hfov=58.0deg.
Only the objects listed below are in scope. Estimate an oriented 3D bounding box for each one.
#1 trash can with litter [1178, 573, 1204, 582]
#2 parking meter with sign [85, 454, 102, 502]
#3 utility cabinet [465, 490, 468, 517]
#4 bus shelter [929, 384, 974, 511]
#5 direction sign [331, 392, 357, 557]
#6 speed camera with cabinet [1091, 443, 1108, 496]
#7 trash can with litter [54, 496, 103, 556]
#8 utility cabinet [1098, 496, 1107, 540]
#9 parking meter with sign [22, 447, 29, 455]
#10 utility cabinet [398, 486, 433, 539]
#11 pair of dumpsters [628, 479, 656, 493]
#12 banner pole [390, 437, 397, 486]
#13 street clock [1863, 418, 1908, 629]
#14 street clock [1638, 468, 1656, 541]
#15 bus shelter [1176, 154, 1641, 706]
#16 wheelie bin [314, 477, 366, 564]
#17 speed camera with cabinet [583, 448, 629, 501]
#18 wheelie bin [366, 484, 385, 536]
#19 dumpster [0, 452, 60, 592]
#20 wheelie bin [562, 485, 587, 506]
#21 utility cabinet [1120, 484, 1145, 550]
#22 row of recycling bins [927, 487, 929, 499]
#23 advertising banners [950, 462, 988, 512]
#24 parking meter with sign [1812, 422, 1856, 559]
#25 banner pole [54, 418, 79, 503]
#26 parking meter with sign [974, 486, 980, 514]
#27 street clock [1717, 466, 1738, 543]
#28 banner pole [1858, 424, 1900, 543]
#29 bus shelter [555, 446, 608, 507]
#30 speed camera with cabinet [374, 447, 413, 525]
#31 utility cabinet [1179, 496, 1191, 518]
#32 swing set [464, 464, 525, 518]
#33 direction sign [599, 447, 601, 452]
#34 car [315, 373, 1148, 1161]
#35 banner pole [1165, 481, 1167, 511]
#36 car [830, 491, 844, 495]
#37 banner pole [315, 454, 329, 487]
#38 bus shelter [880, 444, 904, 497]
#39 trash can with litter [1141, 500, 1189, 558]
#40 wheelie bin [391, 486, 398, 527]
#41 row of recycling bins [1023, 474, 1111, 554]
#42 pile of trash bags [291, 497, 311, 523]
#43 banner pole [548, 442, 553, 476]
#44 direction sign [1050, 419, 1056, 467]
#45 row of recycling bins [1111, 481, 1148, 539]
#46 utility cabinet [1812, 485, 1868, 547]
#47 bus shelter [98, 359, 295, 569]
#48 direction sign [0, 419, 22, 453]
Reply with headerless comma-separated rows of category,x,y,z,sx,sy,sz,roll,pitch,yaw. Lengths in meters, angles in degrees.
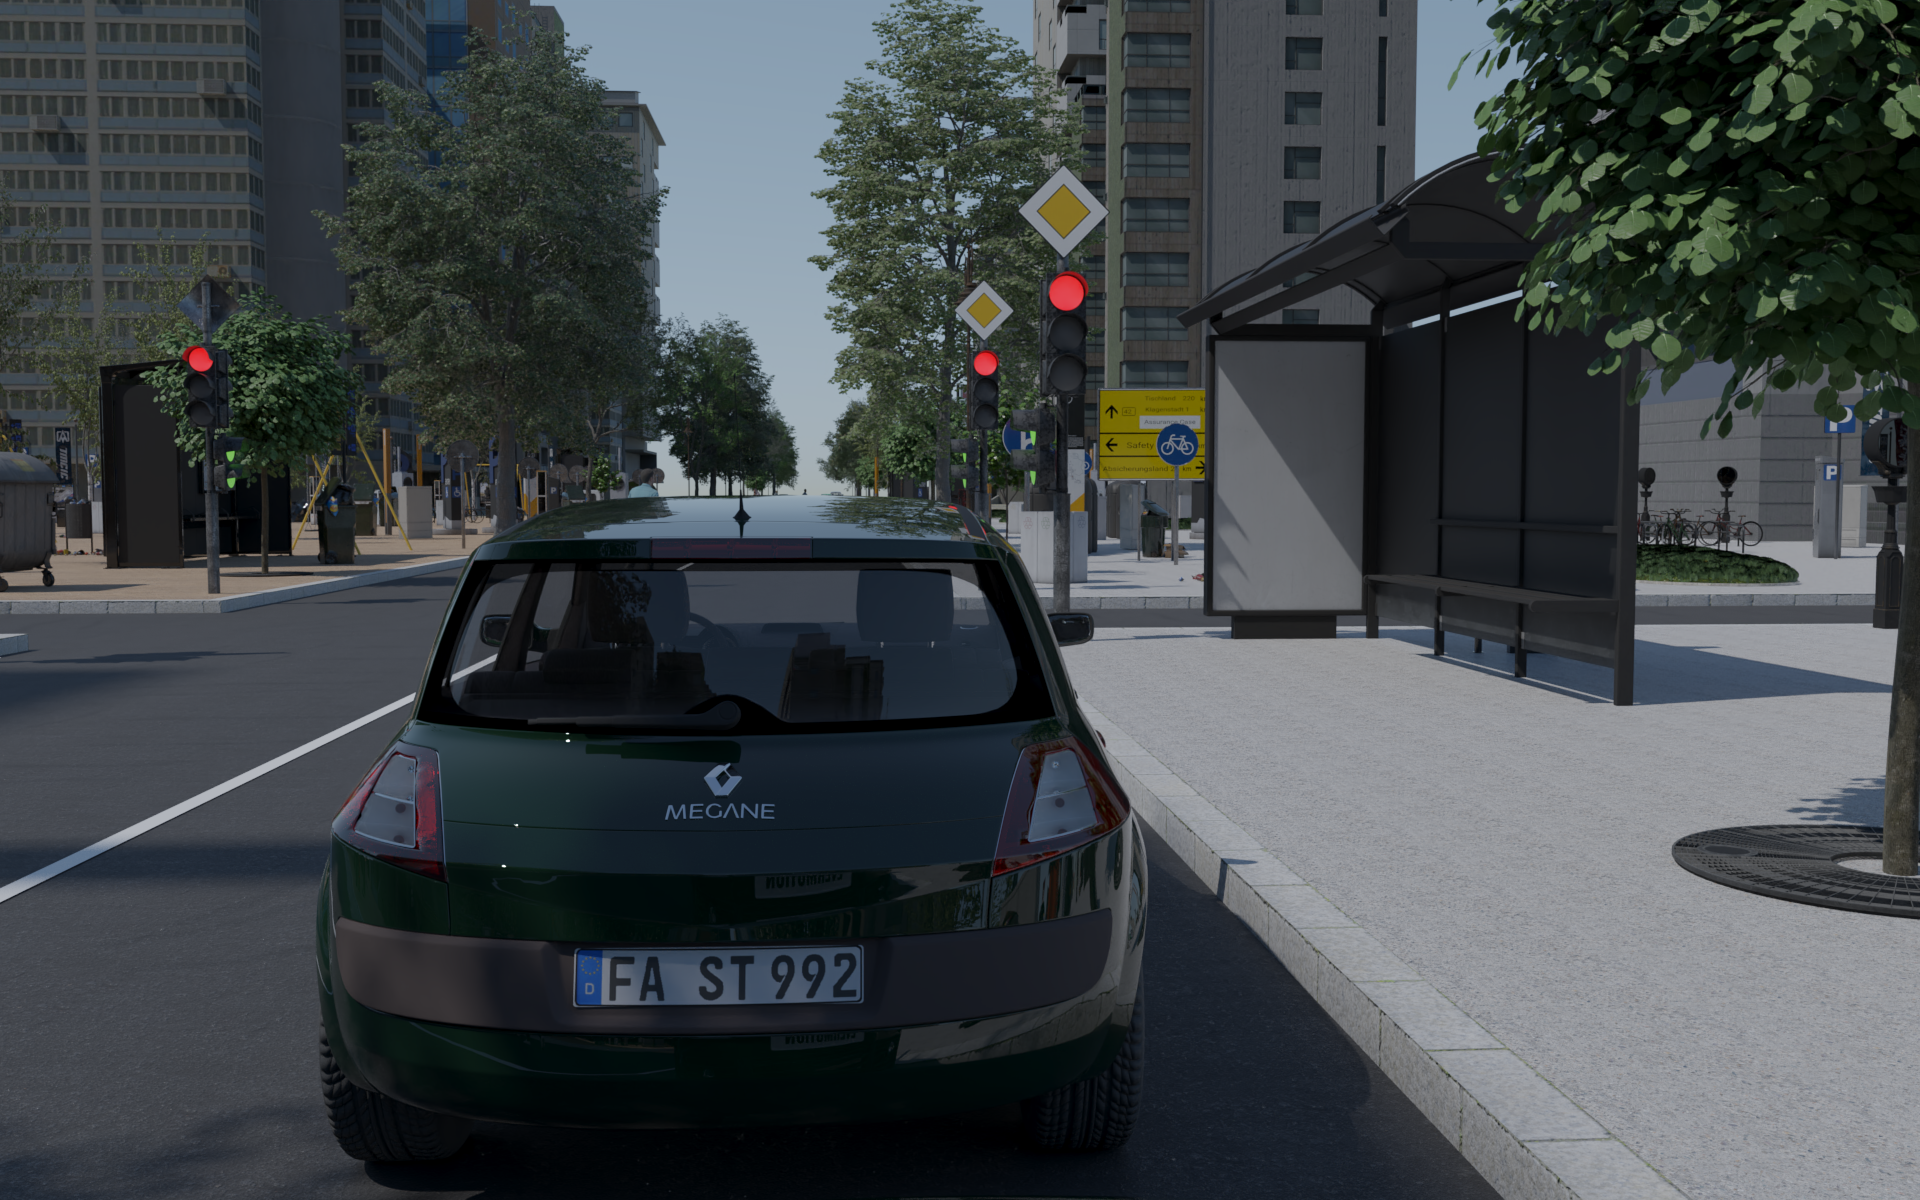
trash can with litter,4.026,-0.890,25.614,1.678,1.210,2.233,0,4,-7
parking meter with sign,-37.931,-4.907,76.487,0.543,3.016,1.738,0,4,-4
utility cabinet,-27.581,-5.318,95.635,0.318,1.500,1.173,-3,5,-40
bus shelter,-0.155,-5.088,60.816,2.179,5.291,8.768,0,4,-4
direction sign,-12.499,-2.640,35.163,0.379,3.537,0.876,1,4,12
speed camera with cabinet,5.256,-4.429,66.754,0.660,3.252,2.038,1,4,15
trash can with litter,-18.169,-1.553,36.441,2.233,1.210,1.678,0,4,-6
utility cabinet,3.676,-2.267,48.229,0.306,1.237,1.020,3,5,39
parking meter with sign,-34.793,-4.124,63.696,0.543,3.016,1.738,-1,4,-10
utility cabinet,-15.476,-2.478,49.194,0.318,1.500,1.173,1,4,18
pair of dumpsters,-17.088,-5.488,92.226,1.574,2.255,4.437,0,4,-4
banner pole,-24.745,-5.240,75.699,0.401,3.779,0.863,0,4,1
street clock,8.859,-0.728,16.477,0.471,2.002,0.358,0,4,-6
street clock,18.740,-2.615,47.320,0.471,2.002,0.358,-2,4,-29
bus shelter,3.129,-1.153,12.783,2.014,3.302,5.546,0,4,-4
wheelie bin,-11.467,-1.466,31.869,0.693,1.594,0.980,-2,4,-32
speed camera with cabinet,-15.145,-4.843,73.511,2.038,3.252,0.660,0,4,2
wheelie bin,-18.234,-2.759,53.023,0.980,1.594,0.693,0,4,-2
dumpster,-13.069,-1.065,23.180,1.264,1.857,1.865,0,4,-4
wheelie bin,-14.074,-3.369,62.998,0.980,1.594,0.693,-3,4,-37
utility cabinet,3.982,-1.914,39.981,0.318,1.500,1.173,0,4,-8
row of recycling bins,-1.656,-5.394,95.298,1.069,1.692,3.534,1,4,15
advertising banners,0.100,-3.634,55.604,2.074,3.025,0.090,-3,5,-42
parking meter with sign,17.478,-2.356,34.781,0.543,3.016,1.738,1,4,17
banner pole,-29.485,-4.118,57.351,0.863,3.779,0.401,-1,4,-19
parking meter with sign,0.627,-5.574,87.403,0.543,3.016,1.738,0,4,-1
street clock,20.043,-2.490,45.288,0.471,2.002,0.358,2,4,34
banner pole,15.362,-2.372,28.794,0.401,3.779,0.863,-2,4,-33
bus shelter,-18.575,-5.748,85.267,1.731,3.624,6.357,0,4,-4
speed camera with cabinet,-23.569,-4.736,71.776,0.660,3.252,2.038,2,4,25
utility cabinet,9.761,-3.907,75.041,1.020,1.237,0.306,-3,5,-43
swing set,-24.477,-5.707,90.933,3.119,2.851,2.862,0,4,-4
direction sign,-17.295,-5.581,83.242,0.379,3.537,0.876,0,4,-7
car,-0.534,0.283,5.153,2.009,1.686,4.222,0,4,-3
banner pole,9.329,-5.393,78.191,0.401,3.779,0.863,0,4,6
car,-17.815,-14.659,248.343,2.281,1.827,5.304,0,4,-5
banner pole,-27.698,-5.202,75.071,0.401,3.779,0.863,2,4,35
bus shelter,-2.744,-5.427,80.018,1.731,3.624,6.357,0,4,-4
trash can with litter,4.127,-1.439,34.912,1.055,1.170,0.624,3,5,39
wheelie bin,-22.582,-3.706,68.493,0.980,1.594,0.693,0,4,1
row of recycling bins,2.210,-1.823,36.921,1.069,1.692,3.534,1,4,19
pile of trash bags,-31.160,-4.245,79.153,3.447,1.369,1.912,1,4,22
banner pole,-18.783,-5.470,79.452,0.401,3.779,0.863,-2,4,-30
direction sign,2.418,-3.528,49.684,0.876,3.537,0.379,-3,5,-41
row of recycling bins,4.826,-2.673,50.822,1.069,1.692,3.534,0,4,-2
utility cabinet,21.178,-2.020,41.700,0.318,1.500,1.173,-2,4,-31
bus shelter,-14.102,-2.534,32.707,1.731,3.624,6.357,0,4,-4
direction sign,-28.727,-3.685,52.241,0.379,3.537,0.876,3,5,42
